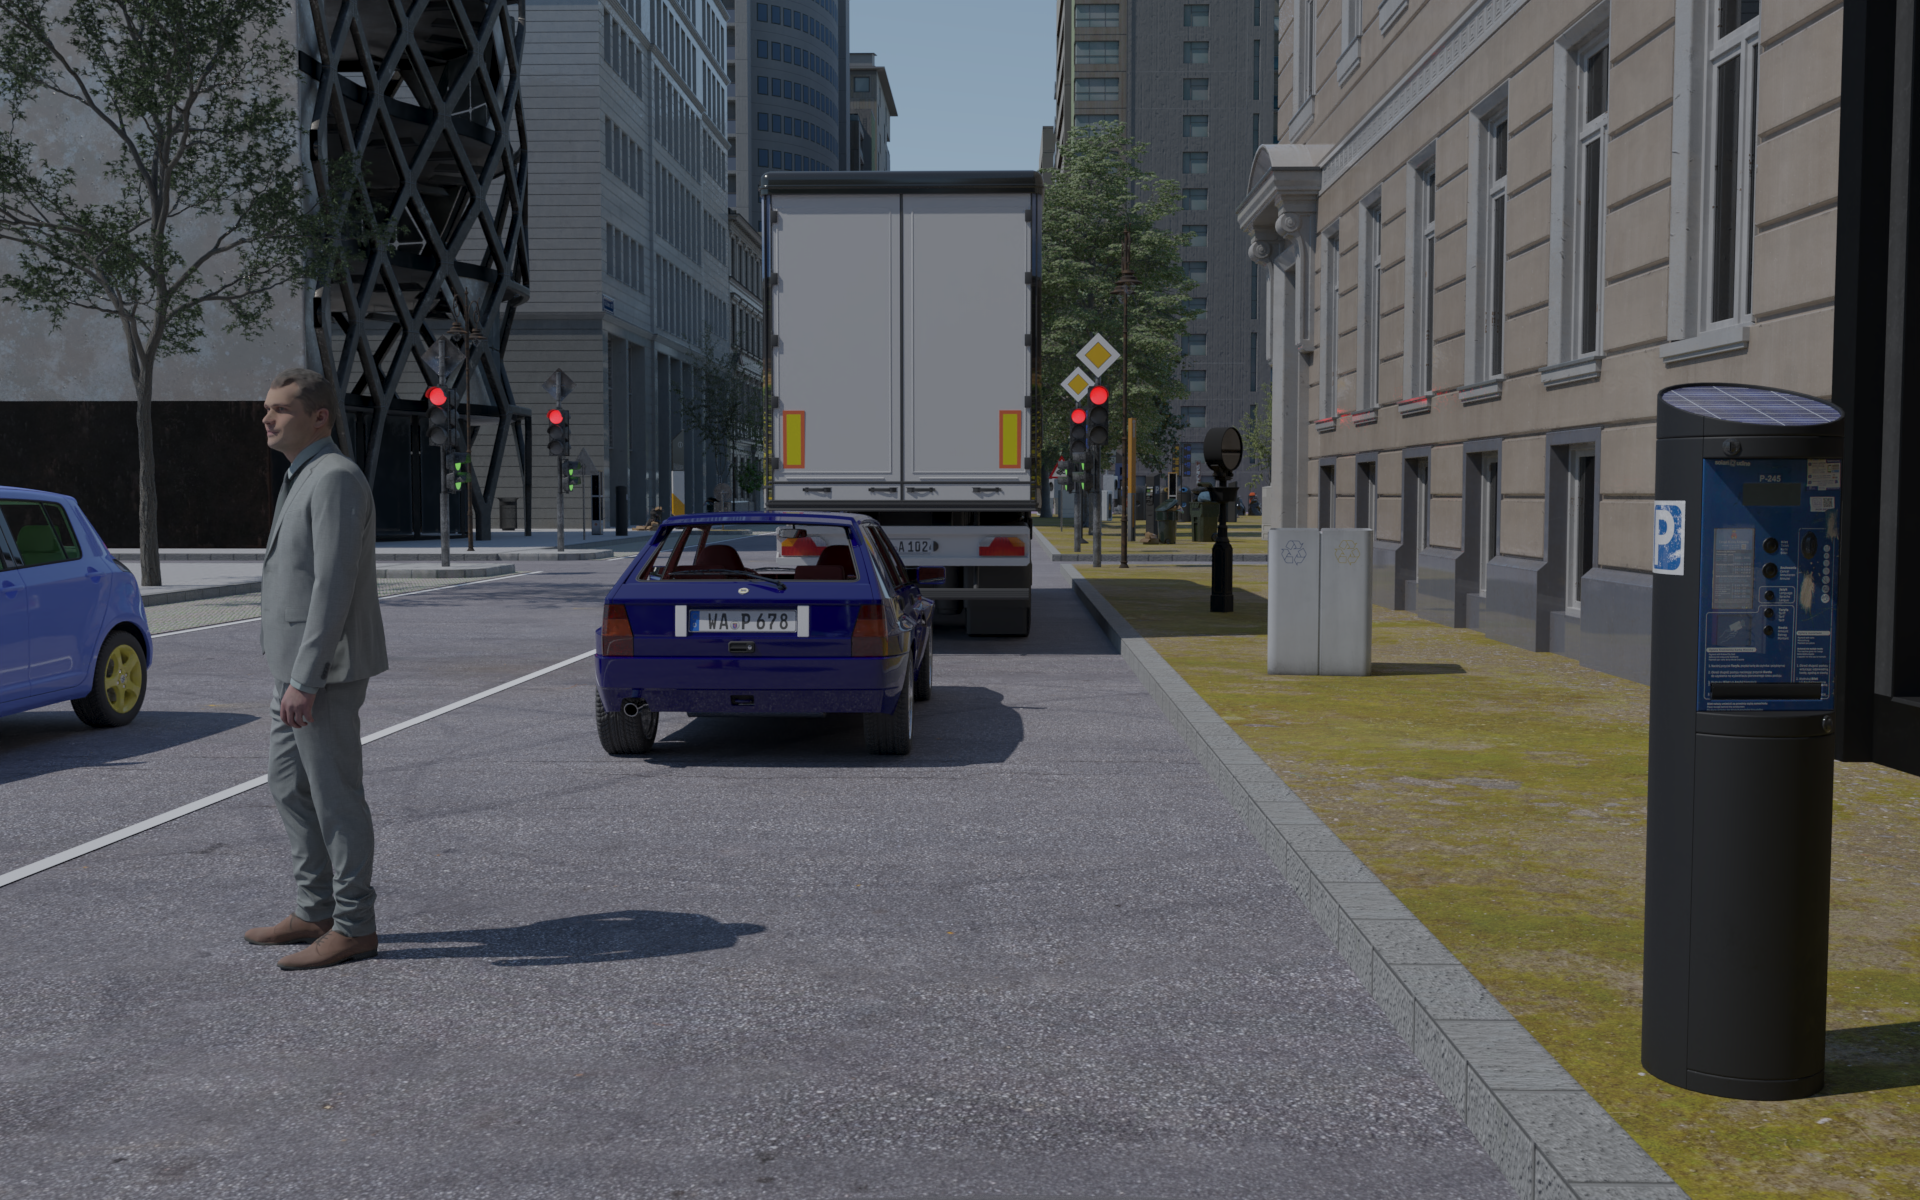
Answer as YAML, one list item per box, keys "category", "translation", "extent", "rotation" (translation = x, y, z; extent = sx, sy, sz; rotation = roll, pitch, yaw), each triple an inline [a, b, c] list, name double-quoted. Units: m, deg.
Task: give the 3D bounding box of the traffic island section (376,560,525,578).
- category: "traffic island section"
  translation: [-9.114, -0.511, 30.637]
  extent: [2.009, 0.180, 2.903]
  rotation: [0, 4, 1]

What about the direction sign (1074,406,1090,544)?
- category: "direction sign"
  translation: [3.153, -3.231, 44.830]
  extent: [0.379, 3.537, 0.876]
  rotation: [-1, 4, -23]

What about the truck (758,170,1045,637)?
- category: "truck"
  translation: [-0.345, -1.941, 20.654]
  extent: [2.839, 4.237, 11.283]
  rotation: [0, 4, 2]

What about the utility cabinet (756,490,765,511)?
- category: "utility cabinet"
  translation: [-10.591, -5.230, 94.185]
  extent: [0.318, 1.500, 1.173]
  rotation: [2, 4, 34]

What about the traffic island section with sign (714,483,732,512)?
- category: "traffic island section with sign"
  translation: [-8.376, -3.208, 61.072]
  extent: [1.989, 1.847, 2.006]
  rotation: [0, 4, 1]

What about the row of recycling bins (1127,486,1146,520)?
- category: "row of recycling bins"
  translation: [8.992, -4.821, 85.943]
  extent: [1.069, 1.692, 3.534]
  rotation: [1, 4, 15]

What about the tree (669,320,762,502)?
- category: "tree"
  translation: [-10.074, -7.482, 72.695]
  extent: [4.360, 8.622, 3.978]
  rotation: [0, 3, 0]

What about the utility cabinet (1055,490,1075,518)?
- category: "utility cabinet"
  translation: [5.798, -5.115, 92.312]
  extent: [1.173, 1.500, 0.318]
  rotation: [-2, 4, -27]

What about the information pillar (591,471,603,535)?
- category: "information pillar"
  translation: [-11.360, -3.041, 54.210]
  extent: [0.304, 2.012, 0.304]
  rotation: [0, 4, 6]

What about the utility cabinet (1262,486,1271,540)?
- category: "utility cabinet"
  translation: [8.641, -2.333, 46.829]
  extent: [0.318, 1.500, 1.173]
  rotation: [-2, 4, -29]

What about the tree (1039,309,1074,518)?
- category: "tree"
  translation: [4.669, -11.458, 93.990]
  extent: [9.857, 13.997, 8.962]
  rotation: [0, 3, 0]

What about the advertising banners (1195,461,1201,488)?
- category: "advertising banners"
  translation: [12.934, -5.800, 91.012]
  extent: [0.090, 3.025, 2.074]
  rotation: [3, 5, 43]

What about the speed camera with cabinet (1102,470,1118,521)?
- category: "speed camera with cabinet"
  translation: [6.993, -5.381, 82.311]
  extent: [0.660, 3.252, 2.038]
  rotation: [1, 4, 19]

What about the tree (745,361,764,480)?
- category: "tree"
  translation: [-9.687, -8.647, 91.743]
  extent: [4.737, 8.622, 4.395]
  rotation: [0, 3, 0]

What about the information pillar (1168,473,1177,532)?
- category: "information pillar"
  translation: [7.282, -3.356, 59.355]
  extent: [0.304, 2.012, 0.304]
  rotation: [0, 4, 6]

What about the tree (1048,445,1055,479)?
- category: "tree"
  translation: [5.677, -11.820, 143.617]
  extent: [4.737, 8.622, 4.395]
  rotation: [0, 3, 0]

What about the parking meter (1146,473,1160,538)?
- category: "parking meter"
  translation: [5.304, -2.565, 47.651]
  extent: [0.255, 1.863, 0.399]
  rotation: [3, 4, 37]

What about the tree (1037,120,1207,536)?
- category: "tree"
  translation: [3.922, -8.256, 53.112]
  extent: [7.486, 12.596, 7.792]
  rotation: [0, 3, 0]

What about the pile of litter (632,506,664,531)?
- category: "pile of litter"
  translation: [-10.813, -2.858, 60.689]
  extent: [1.176, 0.858, 1.719]
  rotation: [-2, 4, -33]

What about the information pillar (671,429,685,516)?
- category: "information pillar"
  translation: [-10.191, -4.362, 62.670]
  extent: [0.504, 3.616, 0.183]
  rotation: [-3, 5, -40]

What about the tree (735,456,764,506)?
- category: "tree"
  translation: [-10.457, -5.643, 86.858]
  extent: [1.663, 3.219, 1.824]
  rotation: [0, 3, 0]

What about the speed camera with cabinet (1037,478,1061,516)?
- category: "speed camera with cabinet"
  translation: [5.241, -6.558, 101.556]
  extent: [0.660, 3.252, 2.038]
  rotation: [-2, 4, -26]

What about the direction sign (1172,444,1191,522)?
- category: "direction sign"
  translation: [10.003, -5.276, 78.253]
  extent: [0.876, 3.537, 0.379]
  rotation: [1, 4, 23]

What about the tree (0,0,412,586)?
- category: "tree"
  translation: [-11.428, -5.451, 23.542]
  extent: [8.767, 10.594, 7.601]
  rotation: [1, 4, 20]

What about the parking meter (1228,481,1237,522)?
- category: "parking meter"
  translation: [12.322, -4.442, 78.341]
  extent: [0.399, 1.863, 0.255]
  rotation: [2, 4, 27]

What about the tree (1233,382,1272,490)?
- category: "tree"
  translation: [19.697, -9.773, 110.154]
  extent: [4.737, 8.622, 4.395]
  rotation: [0, 3, 0]

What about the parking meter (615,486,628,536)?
- category: "parking meter"
  translation: [-10.387, -2.735, 53.129]
  extent: [0.372, 1.533, 0.369]
  rotation: [0, 3, 0]

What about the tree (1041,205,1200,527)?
- category: "tree"
  translation: [4.769, -9.166, 66.873]
  extent: [9.611, 12.733, 9.660]
  rotation: [0, 3, 0]

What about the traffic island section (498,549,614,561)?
- category: "traffic island section"
  translation: [-8.917, -0.999, 38.620]
  extent: [2.009, 0.180, 2.903]
  rotation: [0, 4, 1]

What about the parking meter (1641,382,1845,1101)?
- category: "parking meter"
  translation: [1.709, 0.282, 3.793]
  extent: [0.372, 1.533, 0.369]
  rotation: [0, 3, 0]

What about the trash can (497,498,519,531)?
- category: "trash can"
  translation: [-15.830, -2.999, 60.693]
  extent: [0.748, 1.137, 0.748]
  rotation: [0, 3, 0]

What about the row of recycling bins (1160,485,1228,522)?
- category: "row of recycling bins"
  translation: [10.618, -4.412, 79.256]
  extent: [3.534, 1.692, 1.069]
  rotation: [0, 4, 4]

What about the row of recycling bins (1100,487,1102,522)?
- category: "row of recycling bins"
  translation: [5.902, -4.338, 78.042]
  extent: [1.069, 1.692, 3.534]
  rotation: [0, 4, 5]
